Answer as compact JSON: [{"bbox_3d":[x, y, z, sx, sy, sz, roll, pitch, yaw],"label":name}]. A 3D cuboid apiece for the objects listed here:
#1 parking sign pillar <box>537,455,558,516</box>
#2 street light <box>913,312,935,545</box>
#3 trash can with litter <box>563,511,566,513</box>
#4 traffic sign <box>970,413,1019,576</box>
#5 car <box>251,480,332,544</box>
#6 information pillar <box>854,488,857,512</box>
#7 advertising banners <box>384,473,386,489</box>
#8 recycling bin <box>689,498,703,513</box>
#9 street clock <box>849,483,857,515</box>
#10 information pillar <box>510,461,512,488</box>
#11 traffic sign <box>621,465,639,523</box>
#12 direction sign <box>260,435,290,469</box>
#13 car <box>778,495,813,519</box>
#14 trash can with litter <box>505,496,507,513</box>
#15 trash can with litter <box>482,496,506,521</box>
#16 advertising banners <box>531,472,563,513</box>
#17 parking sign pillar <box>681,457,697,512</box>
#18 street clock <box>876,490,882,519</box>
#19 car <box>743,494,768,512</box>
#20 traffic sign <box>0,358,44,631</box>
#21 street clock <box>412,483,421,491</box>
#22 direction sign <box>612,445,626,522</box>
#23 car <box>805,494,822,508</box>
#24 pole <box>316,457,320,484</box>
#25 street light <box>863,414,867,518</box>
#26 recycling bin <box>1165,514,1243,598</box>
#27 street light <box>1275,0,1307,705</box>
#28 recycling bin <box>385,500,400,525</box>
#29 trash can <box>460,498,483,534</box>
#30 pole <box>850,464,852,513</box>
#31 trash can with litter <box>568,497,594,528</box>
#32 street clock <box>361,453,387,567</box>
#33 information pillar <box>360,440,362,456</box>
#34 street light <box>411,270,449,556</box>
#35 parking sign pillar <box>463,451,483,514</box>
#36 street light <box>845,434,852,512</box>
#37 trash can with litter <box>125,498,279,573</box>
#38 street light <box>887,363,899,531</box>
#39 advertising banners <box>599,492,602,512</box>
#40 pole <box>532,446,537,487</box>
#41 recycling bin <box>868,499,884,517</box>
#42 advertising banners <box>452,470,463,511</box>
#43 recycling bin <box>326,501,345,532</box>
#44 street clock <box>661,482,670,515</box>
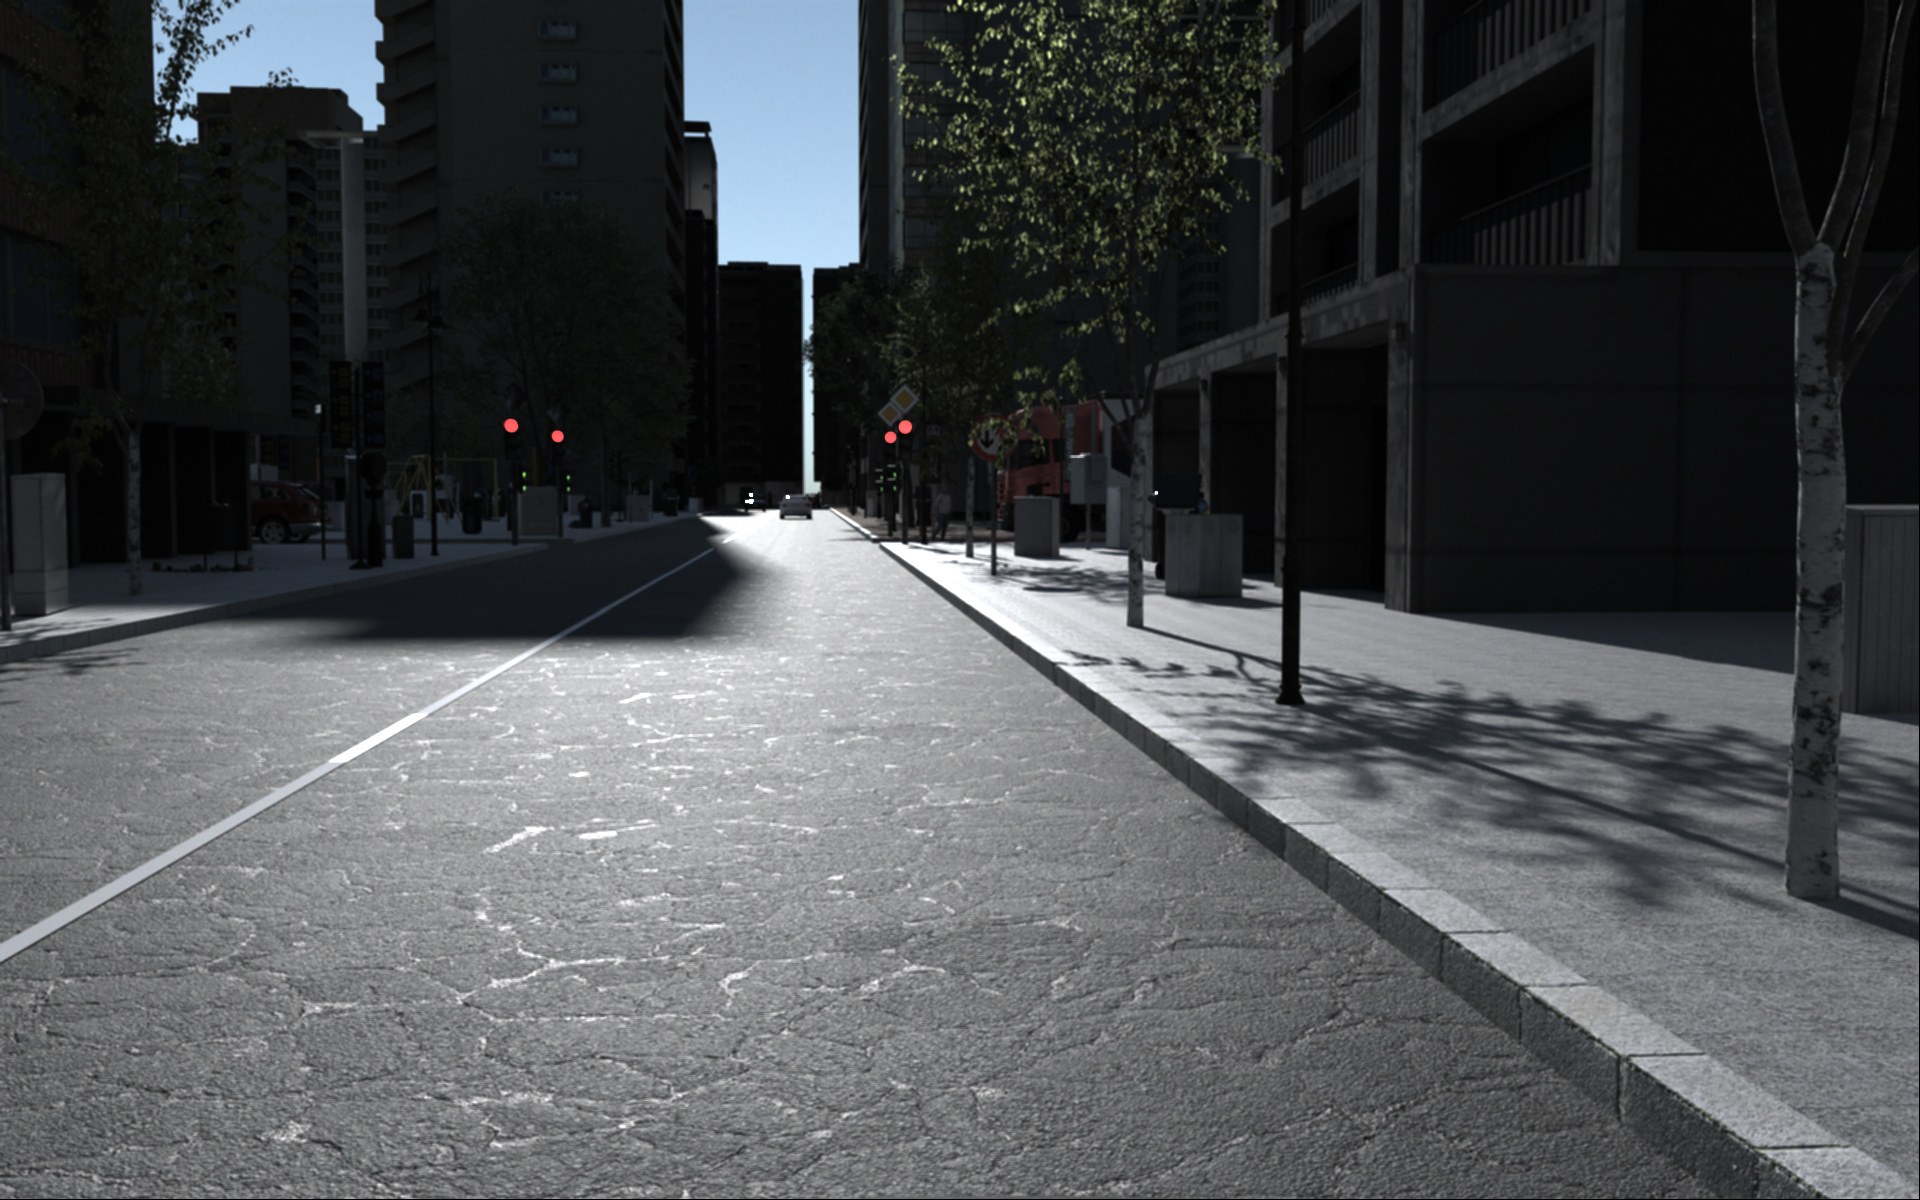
[{"bbox_3d":[-24.285,-6.894,101.192,1.447,3.967,1.447,-2,4,-24],"label":"parking sign pillar"},{"bbox_3d":[-0.908,-4.349,43.900,0.468,5.910,1.993,0,4,-5],"label":"street light"},{"bbox_3d":[-27.557,-6.551,118.165,2.233,1.210,1.678,1,4,22],"label":"trash can with litter"},{"bbox_3d":[0.533,-1.659,27.237,0.768,2.556,0.104,0,4,-3],"label":"traffic sign"},{"bbox_3d":[-20.076,-2.379,47.568,5.304,1.827,2.281,0,4,-3],"label":"car"},{"bbox_3d":[-7.338,-7.128,121.029,0.304,2.012,0.304,0,4,5],"label":"information pillar"},{"bbox_3d":[-33.349,-6.338,99.821,0.090,3.025,2.074,0,4,-1],"label":"advertising banners"},{"bbox_3d":[-17.803,-6.378,116.827,0.722,1.027,0.722,1,4,20],"label":"recycling bin"},{"bbox_3d":[-6.529,-6.201,105.954,0.471,2.002,0.358,0,3,0],"label":"street clock"},{"bbox_3d":[-32.228,-8.131,124.304,0.183,3.616,0.504,-1,4,-21],"label":"information pillar"},{"bbox_3d":[-14.522,-4.657,76.255,0.768,2.556,0.104,0,4,-1],"label":"traffic sign"},{"bbox_3d":[-21.607,-3.834,54.685,0.876,3.537,0.379,0,4,-6],"label":"direction sign"},{"bbox_3d":[-9.593,-5.424,101.039,2.083,1.381,4.827,0,4,-6],"label":"car"},{"bbox_3d":[-30.435,-6.372,115.562,0.624,1.170,1.055,-2,4,-25],"label":"trash can with litter"},{"bbox_3d":[-22.263,-4.318,81.664,1.678,1.210,2.233,-1,4,-22],"label":"trash can with litter"},{"bbox_3d":[-24.702,-6.557,103.394,2.074,3.025,0.090,1,4,13],"label":"advertising banners"},{"bbox_3d":[-19.571,-8.400,125.814,1.447,3.967,1.447,1,4,14],"label":"parking sign pillar"},{"bbox_3d":[-4.232,-5.270,90.732,0.471,2.002,0.358,-1,4,-21],"label":"street clock"},{"bbox_3d":[-16.732,-8.056,141.500,2.009,1.686,4.222,0,4,-6],"label":"car"},{"bbox_3d":[-8.982,-0.987,16.236,0.768,2.556,0.104,0,4,-5],"label":"traffic sign"},{"bbox_3d":[-32.163,-5.987,102.451,0.471,2.002,0.358,0,4,-3],"label":"street clock"},{"bbox_3d":[-15.625,-5.348,79.441,0.876,3.537,0.379,3,4,38],"label":"direction sign"},{"bbox_3d":[-15.562,-10.563,181.750,2.155,1.783,4.494,0,4,-3],"label":"car"},{"bbox_3d":[-35.379,-6.219,95.530,0.158,3.312,0.155,0,3,0],"label":"pole"},{"bbox_3d":[-5.085,-7.344,92.856,0.468,5.910,1.993,0,4,-5],"label":"street light"},{"bbox_3d":[3.057,-0.561,21.720,0.722,1.027,0.722,-2,4,-27],"label":"recycling bin"},{"bbox_3d":[2.023,-2.302,10.433,0.468,5.910,1.993,0,4,-5],"label":"street light"},{"bbox_3d":[-23.966,-3.673,72.603,0.722,1.027,0.722,1,4,15],"label":"recycling bin"},{"bbox_3d":[-15.698,-2.694,55.694,0.748,1.137,0.748,0,3,0],"label":"trash can"},{"bbox_3d":[-7.265,-7.458,115.787,0.158,3.312,0.155,0,3,0],"label":"pole"},{"bbox_3d":[-14.232,-3.273,64.900,1.055,1.170,0.624,2,4,25],"label":"trash can with litter"},{"bbox_3d":[-10.290,-1.580,30.406,0.358,2.002,0.471,1,4,17],"label":"street clock"},{"bbox_3d":[-23.283,-4.639,67.196,0.183,3.616,0.504,-2,4,-31],"label":"information pillar"},{"bbox_3d":[-10.970,-3.865,35.985,0.468,5.910,1.993,0,4,-5],"label":"street light"},{"bbox_3d":[-30.915,-7.431,109.972,1.447,3.967,1.447,2,4,24],"label":"parking sign pillar"},{"bbox_3d":[-8.155,-9.415,126.730,0.468,5.910,1.993,0,4,-5],"label":"street light"},{"bbox_3d":[-12.698,-1.090,28.875,2.233,1.210,1.678,0,4,-4],"label":"trash can with litter"},{"bbox_3d":[-2.260,-5.299,59.424,0.468,5.910,1.993,0,4,-5],"label":"street light"},{"bbox_3d":[-24.939,-7.672,121.619,0.090,3.025,2.074,1,4,9],"label":"advertising banners"},{"bbox_3d":[-18.093,-4.882,73.669,0.158,3.312,0.155,0,3,0],"label":"pole"},{"bbox_3d":[-4.701,-5.150,96.749,0.722,1.027,0.722,-2,4,-28],"label":"recycling bin"},{"bbox_3d":[-35.717,-7.778,123.364,0.090,3.025,2.074,1,4,9],"label":"advertising banners"},{"bbox_3d":[-21.591,-2.881,59.663,0.722,1.027,0.722,0,4,-8],"label":"recycling bin"},{"bbox_3d":[-17.849,-6.141,104.973,0.471,2.002,0.358,-2,4,-32],"label":"street clock"}]
